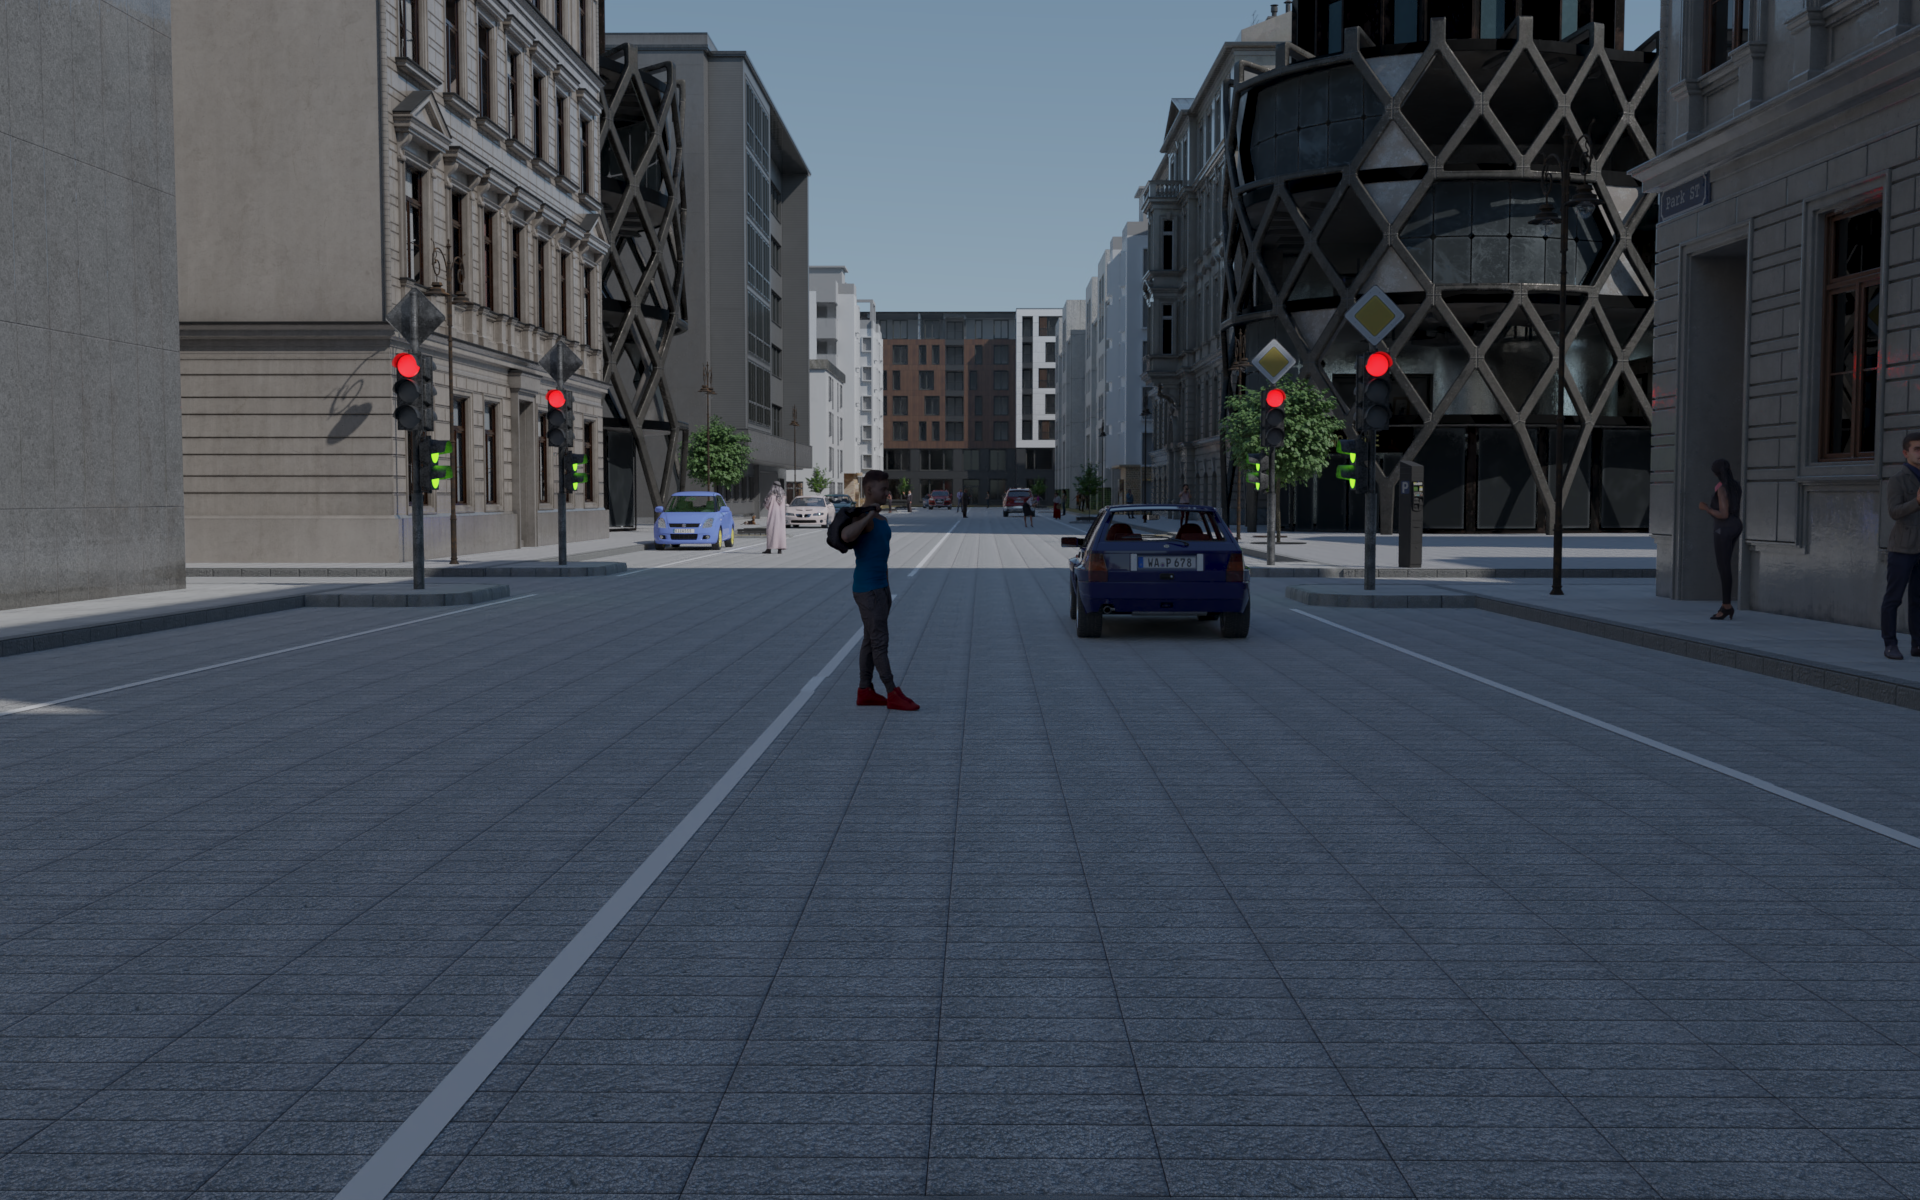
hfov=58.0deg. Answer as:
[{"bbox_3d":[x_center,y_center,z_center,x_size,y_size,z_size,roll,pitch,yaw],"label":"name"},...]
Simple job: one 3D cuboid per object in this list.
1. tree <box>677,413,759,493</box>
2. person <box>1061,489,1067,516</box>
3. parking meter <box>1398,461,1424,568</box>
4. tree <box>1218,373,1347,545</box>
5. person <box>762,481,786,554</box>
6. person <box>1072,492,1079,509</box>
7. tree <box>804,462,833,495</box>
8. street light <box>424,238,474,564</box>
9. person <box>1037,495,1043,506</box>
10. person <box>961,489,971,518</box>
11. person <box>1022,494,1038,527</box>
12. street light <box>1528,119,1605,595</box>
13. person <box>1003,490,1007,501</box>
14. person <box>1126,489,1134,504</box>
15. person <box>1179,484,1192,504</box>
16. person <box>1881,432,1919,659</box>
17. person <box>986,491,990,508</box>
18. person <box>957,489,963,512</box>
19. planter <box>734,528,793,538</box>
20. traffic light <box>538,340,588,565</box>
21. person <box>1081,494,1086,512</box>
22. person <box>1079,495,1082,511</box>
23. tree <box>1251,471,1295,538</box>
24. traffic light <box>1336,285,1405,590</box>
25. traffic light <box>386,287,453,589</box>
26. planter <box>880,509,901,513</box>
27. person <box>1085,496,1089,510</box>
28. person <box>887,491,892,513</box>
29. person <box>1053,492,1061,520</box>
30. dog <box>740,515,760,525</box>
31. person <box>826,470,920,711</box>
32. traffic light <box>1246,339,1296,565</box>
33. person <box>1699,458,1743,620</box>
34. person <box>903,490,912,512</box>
[{"bbox_3d":[-9.845,-5.297,70.323,4.285,4.588,4.351,0,3,0],"label":"tree"},{"bbox_3d":[6.783,-6.423,114.234,0.721,1.735,1.217,1,4,20],"label":"person"},{"bbox_3d":[7.855,-1.495,30.156,0.255,1.863,0.399,-2,4,-24],"label":"parking meter"},{"bbox_3d":[8.306,-3.726,44.640,4.285,4.588,4.351,0,3,0],"label":"tree"},{"bbox_3d":[-4.419,-1.982,41.567,0.621,1.740,0.551,3,4,38],"label":"person"},{"bbox_3d":[10.013,-8.446,147.398,1.065,1.426,0.557,-3,4,-36],"label":"person"},{"bbox_3d":[-8.810,-6.824,106.167,1.663,3.219,1.824,0,3,0],"label":"tree"},{"bbox_3d":[-9.264,-3.593,31.540,0.468,5.910,1.993,0,4,1],"label":"street light"},{"bbox_3d":[7.981,-10.089,176.672,0.991,1.433,0.599,1,4,13],"label":"person"},{"bbox_3d":[0.385,-5.821,104.366,0.600,1.739,0.565,-1,4,-22],"label":"person"},{"bbox_3d":[3.061,-3.854,74.703,0.799,1.438,0.628,1,4,18],"label":"person"},{"bbox_3d":[7.608,-3.004,21.897,0.468,5.910,1.993,0,4,1],"label":"street light"},{"bbox_3d":[3.587,-7.822,136.913,0.617,1.759,0.750,-1,4,-14],"label":"person"},{"bbox_3d":[8.879,-5.011,90.188,0.499,1.552,0.429,-1,4,-10],"label":"person"},{"bbox_3d":[8.226,-3.403,63.148,0.517,1.644,0.566,2,4,34],"label":"person"},{"bbox_3d":[7.459,-0.415,13.351,0.617,1.759,0.750,0,4,-8],"label":"person"},{"bbox_3d":[2.759,-10.188,175.788,0.721,1.735,1.217,0,4,-8],"label":"person"},{"bbox_3d":[0.078,-7.738,134.881,0.709,1.838,0.599,-2,4,-24],"label":"person"},{"bbox_3d":[-6.542,-2.199,57.101,1.991,0.319,1.994,0,4,1],"label":"planter"},{"bbox_3d":[-7.178,-2.569,31.249,0.839,4.213,0.868,0,4,1],"label":"traffic light"},{"bbox_3d":[8.936,-7.200,124.476,0.721,1.735,1.217,0,4,8],"label":"person"},{"bbox_3d":[9.288,-7.718,132.747,0.721,1.766,1.217,0,3,0],"label":"person"},{"bbox_3d":[9.090,-3.464,51.235,1.663,3.219,1.824,0,3,0],"label":"tree"},{"bbox_3d":[5.475,-2.071,23.110,0.839,4.213,0.868,0,4,1],"label":"traffic light"},{"bbox_3d":[-7.286,-2.081,23.265,0.839,4.213,0.868,0,4,1],"label":"traffic light"},{"bbox_3d":[-5.519,-6.852,133.170,1.991,0.319,1.994,0,4,1],"label":"planter"},{"bbox_3d":[10.121,-8.100,138.109,0.705,1.869,1.348,-1,4,-15],"label":"person"},{"bbox_3d":[-5.320,-7.348,130.105,0.415,1.643,0.593,-3,5,-40],"label":"person"},{"bbox_3d":[5.481,-5.292,97.494,0.523,1.526,0.387,2,4,34],"label":"person"},{"bbox_3d":[-8.777,-3.336,72.284,0.748,0.427,0.550,2,4,28],"label":"dog"},{"bbox_3d":[-0.574,-0.074,11.573,0.662,1.594,0.647,1,4,8],"label":"person"},{"bbox_3d":[5.582,-2.560,31.094,0.839,4.213,0.868,0,4,1],"label":"traffic light"},{"bbox_3d":[7.792,-0.627,17.772,0.415,1.643,0.593,0,4,3],"label":"person"},{"bbox_3d":[-4.088,-7.694,135.100,0.742,1.727,0.445,0,4,3],"label":"person"}]
